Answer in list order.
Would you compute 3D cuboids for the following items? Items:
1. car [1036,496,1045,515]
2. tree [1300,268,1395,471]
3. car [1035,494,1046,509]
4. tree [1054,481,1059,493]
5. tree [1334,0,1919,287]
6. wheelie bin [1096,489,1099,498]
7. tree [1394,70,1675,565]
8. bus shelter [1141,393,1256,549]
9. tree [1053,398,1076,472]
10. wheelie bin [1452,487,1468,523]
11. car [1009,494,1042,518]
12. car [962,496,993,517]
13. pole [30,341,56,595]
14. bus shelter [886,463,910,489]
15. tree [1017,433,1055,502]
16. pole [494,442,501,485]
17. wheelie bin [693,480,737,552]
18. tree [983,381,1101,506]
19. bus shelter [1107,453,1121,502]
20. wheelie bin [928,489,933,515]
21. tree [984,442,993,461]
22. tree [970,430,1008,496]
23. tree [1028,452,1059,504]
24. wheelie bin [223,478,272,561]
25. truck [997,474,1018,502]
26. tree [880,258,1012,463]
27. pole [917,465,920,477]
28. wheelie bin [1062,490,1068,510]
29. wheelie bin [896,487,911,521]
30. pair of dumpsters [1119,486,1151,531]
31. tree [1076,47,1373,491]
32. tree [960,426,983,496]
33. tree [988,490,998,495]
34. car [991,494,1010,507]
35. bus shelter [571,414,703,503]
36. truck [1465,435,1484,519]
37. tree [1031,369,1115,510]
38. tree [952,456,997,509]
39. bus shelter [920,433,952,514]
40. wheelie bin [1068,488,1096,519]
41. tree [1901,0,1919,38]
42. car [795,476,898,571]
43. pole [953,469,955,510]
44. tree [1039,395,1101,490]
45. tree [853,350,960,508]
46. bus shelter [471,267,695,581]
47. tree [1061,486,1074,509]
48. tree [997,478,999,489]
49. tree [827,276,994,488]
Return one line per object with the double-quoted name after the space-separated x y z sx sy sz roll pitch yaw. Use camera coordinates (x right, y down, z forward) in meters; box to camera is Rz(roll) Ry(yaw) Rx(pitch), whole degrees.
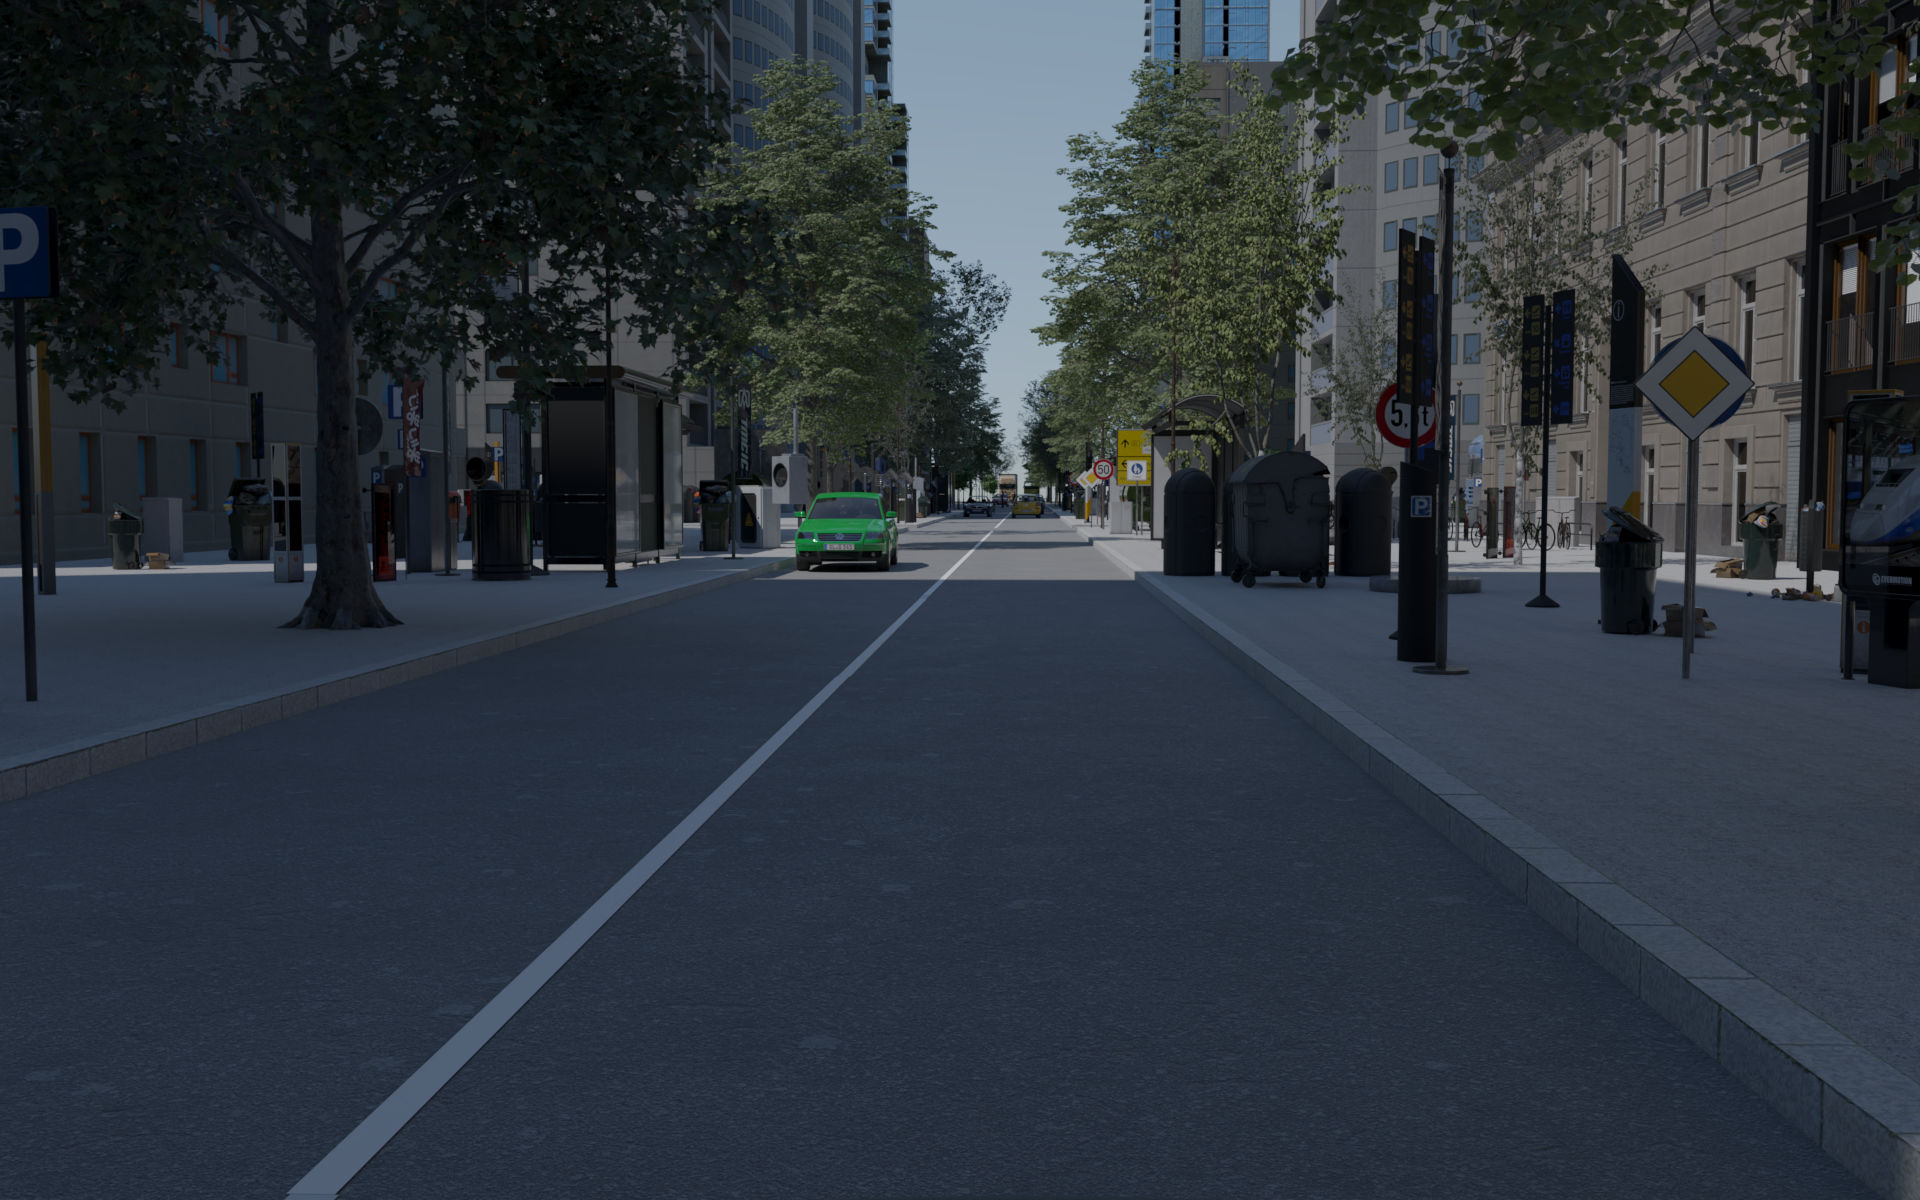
5.059 -6.722 122.483 1.945 1.354 3.894 0 4 1 "car"
13.130 -6.440 55.651 4.360 8.622 3.978 0 3 0 "tree"
7.409 -9.578 168.599 2.014 1.417 4.499 0 4 2 "car"
12.691 -13.784 219.977 1.663 3.219 1.824 0 3 0 "tree"
3.709 -5.375 6.014 7.486 12.596 7.792 0 3 0 "tree"
9.301 -6.641 116.483 0.693 1.594 0.980 1 4 16 "wheelie bin"
10.297 -4.929 30.949 4.360 8.622 3.978 0 3 0 "tree"
5.108 -2.675 37.662 2.014 3.302 5.546 0 4 2 "bus shelter"
9.031 -11.060 131.197 4.737 8.622 4.395 0 3 0 "tree"
22.466 -4.265 77.645 0.693 1.594 0.980 2 4 27 "wheelie bin"
3.935 -5.703 103.463 2.015 1.641 3.980 0 4 1 "car"
1.135 -5.870 108.554 1.945 1.354 3.894 0 4 3 "car"
-11.649 -1.722 22.000 0.158 3.312 0.155 0 3 0 "pole"
-3.991 -7.113 110.224 2.014 3.302 5.546 0 4 2 "bus shelter"
14.857 -23.639 293.151 9.857 13.997 8.962 0 3 0 "tree"
-17.991 -4.500 67.412 0.158 3.312 0.155 0 3 0 "pole"
-5.478 -1.892 38.841 0.980 1.594 0.693 -1 4 -13 "wheelie bin"
10.314 -16.515 180.397 12.009 13.543 11.850 0 3 0 "tree"
7.762 -5.272 80.113 2.014 3.302 5.546 0 4 2 "bus shelter"
-2.137 -6.014 106.243 0.980 1.594 0.693 1 4 11 "wheelie bin"
2.039 -15.546 204.544 4.360 8.622 3.978 0 3 0 "tree"
2.630 -17.875 226.666 7.601 10.594 8.767 -1 4 -15 "tree"
13.268 -18.383 234.978 8.767 10.594 7.601 -1 4 -17 "tree"
-13.669 -1.562 33.442 0.693 1.594 0.980 3 4 38 "wheelie bin"
6.733 -15.471 241.859 2.839 4.237 11.283 0 4 3 "truck"
-2.975 -16.749 129.739 12.611 20.169 13.585 0 3 0 "tree"
-2.903 -7.847 122.135 0.158 3.312 0.155 0 3 0 "pole"
8.430 -7.823 135.808 0.980 1.594 0.693 3 5 42 "wheelie bin"
-2.596 -4.550 82.297 0.980 1.594 0.693 2 4 32 "wheelie bin"
6.551 -3.607 61.469 1.574 2.255 4.437 0 4 2 "pair of dumpsters"
4.896 -4.807 28.961 4.737 8.622 4.395 0 3 0 "tree"
-0.872 -12.540 155.399 4.360 8.622 3.978 0 3 0 "tree"
5.265 -17.178 275.459 1.663 3.219 1.824 0 3 0 "tree"
4.662 -11.512 197.254 2.155 1.783 4.494 0 4 3 "car"
-7.224 -2.723 38.445 2.014 3.302 5.546 0 4 2 "bus shelter"
29.287 -4.870 69.381 18.799 4.110 2.967 0 4 4 "truck"
8.756 -13.136 140.521 9.928 11.665 9.643 0 3 0 "tree"
-0.111 -9.872 145.118 4.285 4.588 4.351 0 3 0 "tree"
-1.583 -8.501 116.617 2.179 5.291 8.768 0 4 2 "bus shelter"
6.227 -4.905 88.110 0.980 1.594 0.693 1 4 22 "wheelie bin"
10.783 -3.961 15.117 4.360 8.622 3.978 0 3 0 "tree"
-2.164 -1.522 33.689 1.959 1.807 4.718 0 4 1 "car"
-0.477 -8.940 140.008 0.158 3.312 0.155 0 3 0 "pole"
7.534 -9.849 111.397 4.360 8.622 3.978 0 3 0 "tree"
-2.970 -8.226 84.858 4.360 8.622 3.978 0 3 0 "tree"
-6.455 -3.183 29.673 2.179 5.291 8.768 0 4 2 "bus shelter"
10.132 -9.625 151.967 1.663 3.219 1.824 0 3 0 "tree"
4.349 -16.630 255.605 4.285 4.588 4.351 0 3 0 "tree"
-2.838 -11.869 100.720 9.857 13.997 8.962 0 3 0 "tree"
